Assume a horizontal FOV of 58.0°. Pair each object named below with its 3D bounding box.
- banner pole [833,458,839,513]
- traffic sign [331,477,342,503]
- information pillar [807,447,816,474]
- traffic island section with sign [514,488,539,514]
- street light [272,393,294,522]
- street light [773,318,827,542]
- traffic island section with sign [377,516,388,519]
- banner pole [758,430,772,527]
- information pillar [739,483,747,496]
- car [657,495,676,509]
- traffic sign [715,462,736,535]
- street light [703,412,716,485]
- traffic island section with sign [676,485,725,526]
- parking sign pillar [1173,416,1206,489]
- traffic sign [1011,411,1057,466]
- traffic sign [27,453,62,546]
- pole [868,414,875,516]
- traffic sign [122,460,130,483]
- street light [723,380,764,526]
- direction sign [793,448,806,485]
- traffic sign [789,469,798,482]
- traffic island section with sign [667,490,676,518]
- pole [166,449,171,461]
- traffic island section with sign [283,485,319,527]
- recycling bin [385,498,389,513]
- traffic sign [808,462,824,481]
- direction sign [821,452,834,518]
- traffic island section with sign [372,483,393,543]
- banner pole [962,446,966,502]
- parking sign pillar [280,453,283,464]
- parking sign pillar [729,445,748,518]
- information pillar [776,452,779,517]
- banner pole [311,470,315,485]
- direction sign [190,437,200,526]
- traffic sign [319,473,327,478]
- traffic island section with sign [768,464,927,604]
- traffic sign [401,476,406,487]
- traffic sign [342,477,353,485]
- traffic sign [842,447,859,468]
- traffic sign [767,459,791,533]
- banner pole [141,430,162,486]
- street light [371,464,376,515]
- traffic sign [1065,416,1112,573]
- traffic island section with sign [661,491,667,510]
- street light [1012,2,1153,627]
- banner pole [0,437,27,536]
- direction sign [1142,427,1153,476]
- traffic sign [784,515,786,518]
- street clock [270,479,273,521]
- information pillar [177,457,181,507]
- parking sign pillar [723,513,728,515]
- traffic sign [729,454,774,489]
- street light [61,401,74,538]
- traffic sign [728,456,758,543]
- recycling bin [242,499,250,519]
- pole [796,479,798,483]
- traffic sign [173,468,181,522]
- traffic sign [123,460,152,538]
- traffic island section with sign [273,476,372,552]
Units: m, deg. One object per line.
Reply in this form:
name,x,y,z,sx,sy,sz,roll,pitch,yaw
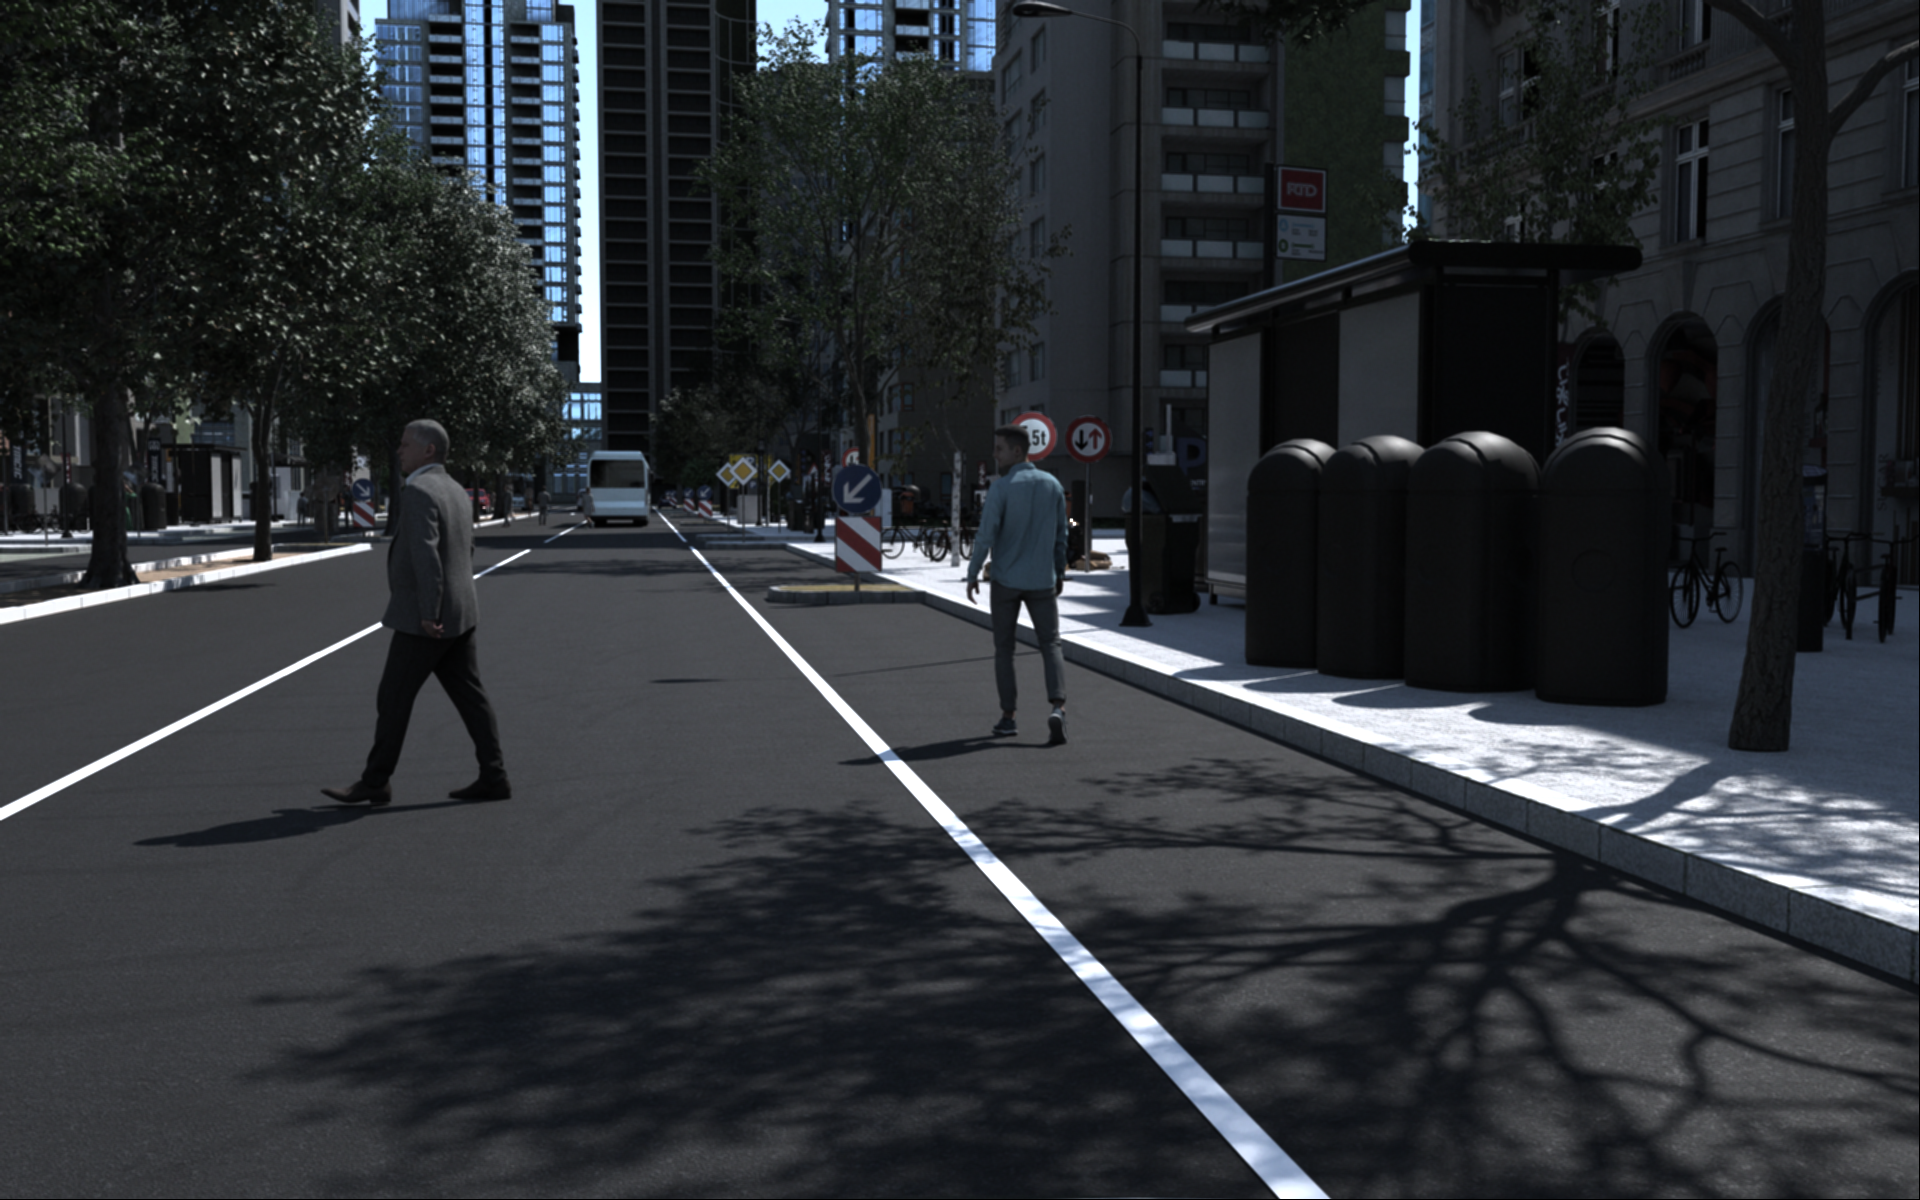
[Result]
banner pole,-8.567,-7.936,119.765,0.401,3.779,0.863,-2,4,-35
traffic sign,-36.420,-6.059,101.188,0.606,2.300,0.079,0,4,-8
information pillar,-7.471,-5.841,86.855,0.504,3.616,0.183,2,4,25
traffic island section with sign,-31.224,-7.167,125.323,2.006,1.907,1.989,-1,4,-10
street light,-30.606,-6.494,78.711,1.470,5.913,1.316,-1,4,-10
street light,-4.275,-4.491,45.969,1.470,5.913,1.316,-1,4,-10
traffic island section with sign,-33.123,-5.702,101.861,1.989,1.847,2.006,-1,4,-10
banner pole,-7.693,-4.760,67.845,0.401,3.779,0.863,-3,4,-38
information pillar,-10.164,-4.692,81.211,0.304,2.012,0.304,3,5,44
car,-28.117,-9.401,166.284,1.945,1.354,3.894,-1,4,-10
traffic sign,-7.171,-3.056,53.606,0.795,2.450,0.064,-1,4,-10
street light,-13.812,-7.670,97.947,1.470,5.913,1.316,-1,4,-10
traffic island section with sign,-11.601,-4.236,77.882,1.989,1.847,2.006,-1,4,-10
parking sign pillar,8.017,-4.361,59.775,1.447,3.967,1.447,-1,4,-11
traffic sign,1.113,-1.633,26.803,0.768,2.556,0.104,0,4,-1
traffic sign,-22.540,-2.388,42.687,0.795,2.450,0.064,-1,4,-10
pole,-2.266,-3.084,44.266,0.158,3.312,0.155,0,3,0
traffic sign,-31.873,-4.053,66.266,0.884,2.594,0.081,-1,4,-10
street light,-8.601,-5.920,69.335,1.470,5.913,1.316,-1,4,-10
direction sign,-7.931,-5.708,85.318,0.379,3.537,0.876,3,5,41
traffic sign,-8.570,-5.350,87.580,0.768,2.556,0.104,-1,4,-10
traffic island section with sign,-16.490,-5.857,104.391,1.989,1.847,2.006,-1,4,-10
pole,-34.657,-5.019,75.901,0.158,3.312,0.155,0,3,0
traffic island section with sign,-28.256,-4.081,75.348,1.989,1.847,2.006,-1,4,-10
recycling bin,-39.075,-6.516,119.094,0.722,1.027,0.722,-3,4,-36
traffic sign,-5.934,-4.317,70.589,0.884,2.594,0.081,-1,4,-9
direction sign,-7.282,-6.250,94.189,0.876,3.537,0.379,-1,4,-21
traffic island section with sign,-17.604,-2.648,51.424,2.006,1.907,1.989,-1,4,-10
banner pole,0.203,-5.982,87.828,0.401,3.779,0.863,-1,4,-13
parking sign pillar,-44.994,-7.657,113.660,1.447,3.967,1.447,1,4,8
parking sign pillar,-11.562,-6.503,94.794,1.447,3.967,1.447,1,4,19
information pillar,-10.074,-6.368,95.479,0.183,3.616,0.504,-1,4,-17
banner pole,-38.297,-6.886,102.603,0.401,3.779,0.863,0,4,-5
direction sign,-30.424,-4.694,68.748,0.379,3.537,0.876,-1,4,-21
traffic sign,-37.931,-6.312,103.314,0.768,2.556,0.104,0,4,-2
traffic island section with sign,-1.589,-0.911,23.517,1.989,1.847,2.006,-1,4,-10
traffic sign,-39.462,-7.468,122.203,0.768,2.556,0.104,-1,4,-8
traffic sign,-42.002,-7.254,118.710,0.768,2.556,0.104,0,4,-2
traffic sign,-2.833,-2.876,47.133,0.768,2.556,0.104,0,4,-3
traffic sign,-5.943,-3.410,56.939,0.795,2.450,0.064,0,4,-6
banner pole,-31.502,-4.734,67.419,0.863,3.779,0.401,-2,4,-32
street light,-35.895,-8.243,107.309,1.470,5.913,1.316,-1,4,-10
traffic sign,2.084,-1.723,28.272,0.768,2.556,0.104,0,4,-5
traffic island section with sign,-25.692,-8.914,154.375,1.989,1.847,2.006,-1,4,-10
street light,1.181,-2.696,16.620,1.470,5.913,1.316,-1,4,-10
banner pole,-29.036,-3.857,53.077,0.401,3.779,0.863,3,5,42
direction sign,6.212,-4.089,58.854,0.876,3.537,0.379,-2,4,-34
traffic sign,-9.564,-5.653,94.562,0.606,2.300,0.079,-1,4,-9
street clock,-32.627,-4.721,81.756,0.358,2.002,0.471,-3,5,-40
information pillar,-40.549,-6.058,90.410,0.504,3.616,0.183,-2,4,-29
parking sign pillar,-13.342,-6.976,102.524,1.447,3.967,1.447,-1,4,-16
traffic sign,-10.527,-5.724,87.453,2.265,3.308,0.079,0,4,-5
street light,-25.344,-4.744,50.108,1.470,5.913,1.316,-1,4,-10
traffic sign,-5.724,-2.576,45.752,0.795,2.450,0.064,-1,4,-10
recycling bin,-36.758,-4.711,89.575,0.722,1.027,0.722,-2,4,-26
pole,-8.217,-5.750,87.859,0.158,3.312,0.155,0,3,0
traffic sign,-34.577,-4.614,76.627,0.795,2.450,0.064,0,4,-1
traffic sign,-23.987,-2.868,50.540,0.795,2.450,0.064,-1,4,-10
traffic island section with sign,-16.271,-2.202,44.138,2.006,1.907,1.989,-1,4,-10
